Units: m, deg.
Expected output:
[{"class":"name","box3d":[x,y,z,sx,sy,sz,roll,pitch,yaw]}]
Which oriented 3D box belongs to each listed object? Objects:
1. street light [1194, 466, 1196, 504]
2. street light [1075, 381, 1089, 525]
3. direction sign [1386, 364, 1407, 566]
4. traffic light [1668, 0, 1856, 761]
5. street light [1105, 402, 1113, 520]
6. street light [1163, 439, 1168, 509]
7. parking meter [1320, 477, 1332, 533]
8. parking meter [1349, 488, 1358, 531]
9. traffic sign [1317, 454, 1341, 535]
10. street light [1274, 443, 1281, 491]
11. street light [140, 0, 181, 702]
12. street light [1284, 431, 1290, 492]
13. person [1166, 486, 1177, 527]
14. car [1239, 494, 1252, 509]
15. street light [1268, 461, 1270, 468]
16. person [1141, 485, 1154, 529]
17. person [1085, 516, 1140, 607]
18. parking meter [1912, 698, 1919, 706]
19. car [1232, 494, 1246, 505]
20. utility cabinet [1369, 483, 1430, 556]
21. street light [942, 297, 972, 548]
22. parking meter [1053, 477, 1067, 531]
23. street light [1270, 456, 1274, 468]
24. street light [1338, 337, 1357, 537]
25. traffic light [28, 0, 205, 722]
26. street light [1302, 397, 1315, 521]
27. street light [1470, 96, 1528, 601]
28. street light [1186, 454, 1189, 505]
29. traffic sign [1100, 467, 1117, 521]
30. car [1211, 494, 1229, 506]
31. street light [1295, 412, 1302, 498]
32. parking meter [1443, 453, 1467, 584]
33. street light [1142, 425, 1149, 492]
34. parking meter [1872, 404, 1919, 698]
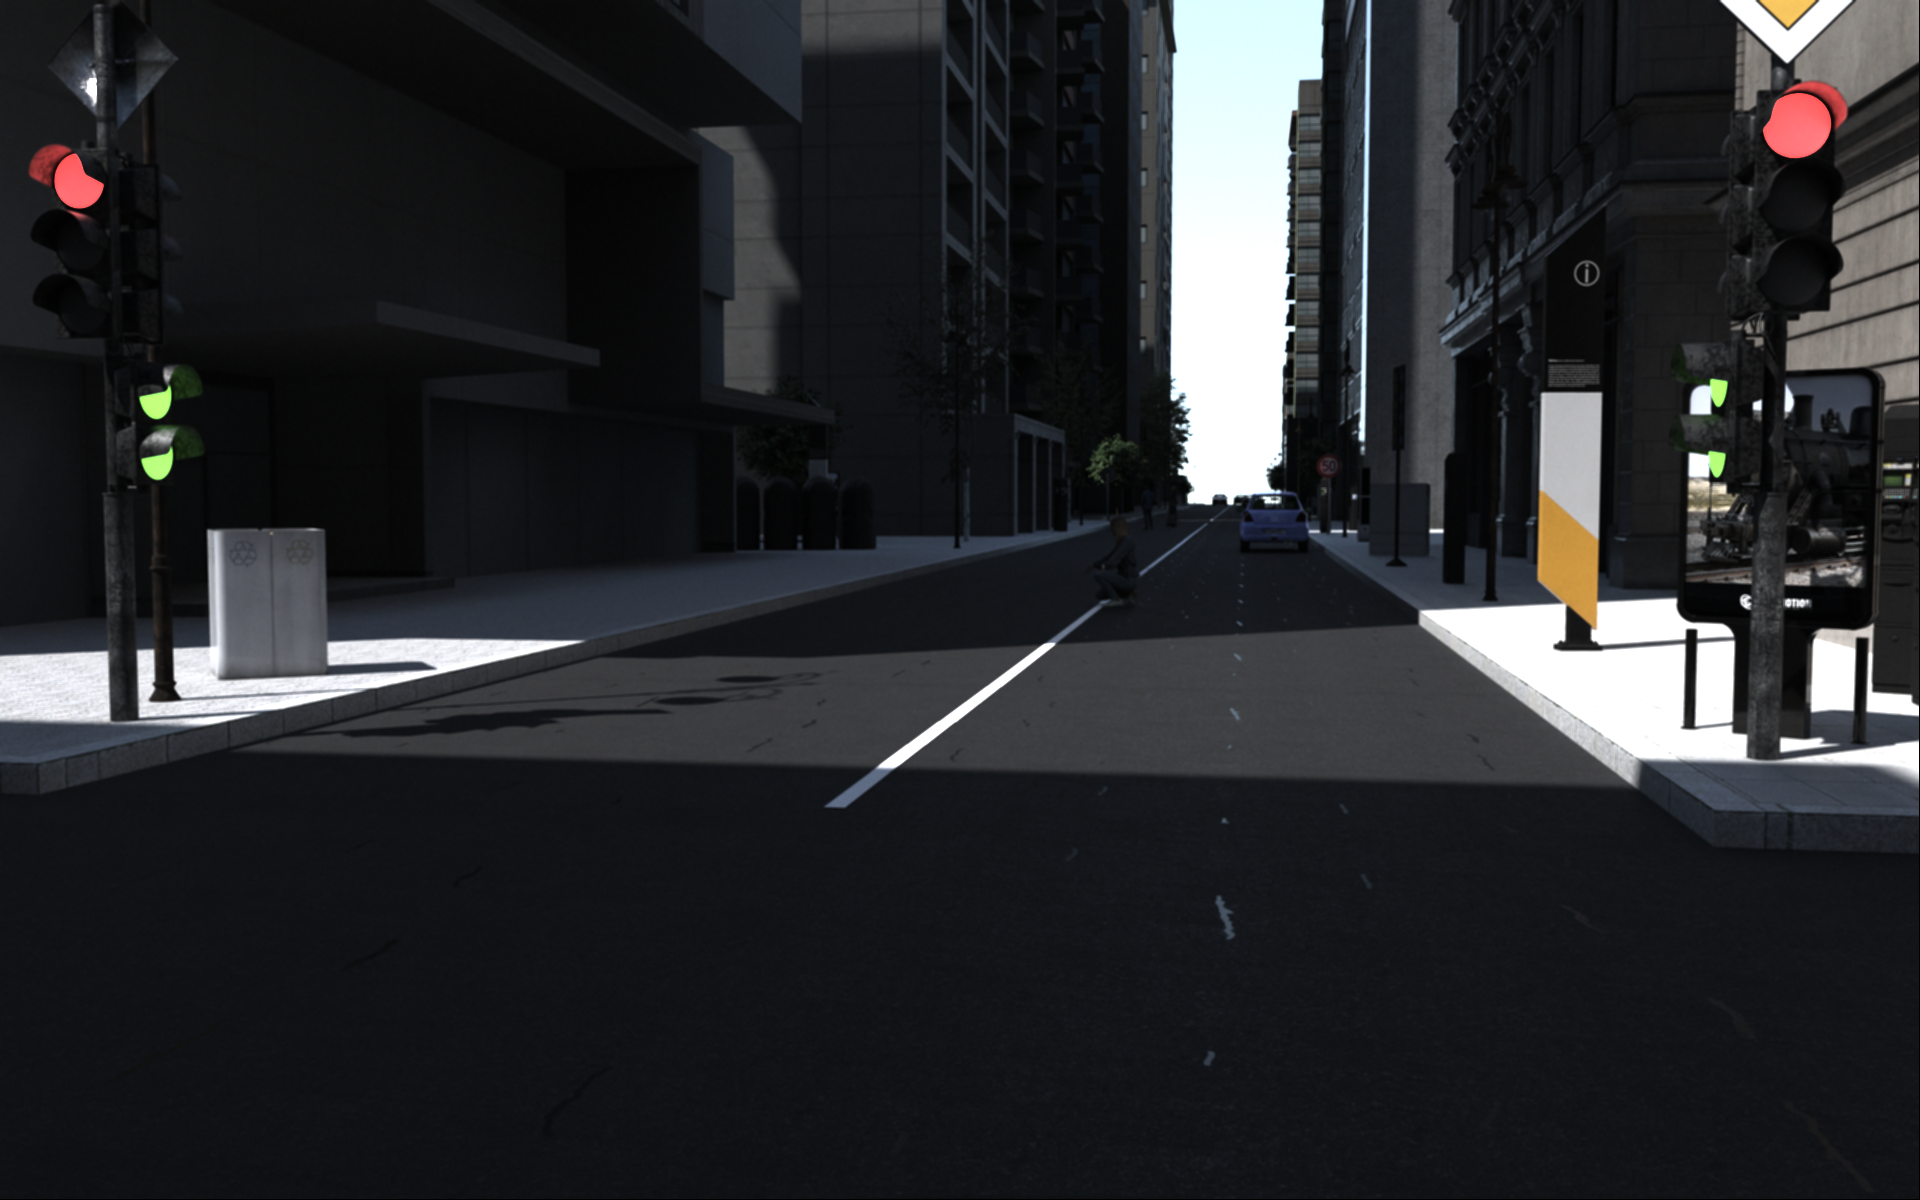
[{"class":"street light","box3d":[30.982,-15.643,228.553,0.468,5.910,1.993,1,4,9]},{"class":"street light","box3d":[4.981,-6.002,70.913,0.468,5.910,1.993,1,4,9]},{"class":"direction sign","box3d":[7.778,-2.371,30.762,0.379,3.537,0.876,0,4,3]},{"class":"traffic light","box3d":[3.880,-1.185,8.292,0.839,4.253,0.868,1,4,9]},{"class":"street light","box3d":[7.352,-6.896,85.543,0.468,5.910,1.993,1,4,9]},{"class":"street light","box3d":[17.279,-10.581,145.788,0.468,5.910,1.993,1,4,9]},{"class":"parking meter","box3d":[12.183,-3.180,57.706,0.255,1.863,0.399,2,4,35]},{"class":"parking meter","box3d":[13.825,-3.198,60.693,0.372,1.533,0.369,0,3,0]},{"class":"traffic sign","box3d":[11.680,-3.350,54.879,0.768,2.556,0.104,1,4,15]},{"class":"street light","box3d":[29.047,-11.300,157.547,0.468,5.910,1.993,1,4,9]},{"class":"street light","box3d":[-4.939,-2.312,10.581,0.468,5.910,1.993,1,4,9]},{"class":"street light","box3d":[24.051,-9.460,127.463,0.468,5.910,1.993,1,4,9]},{"class":"person","box3d":[9.315,-4.129,76.221,0.699,1.804,1.509,1,4,20]},{"class":"car","box3d":[23.370,-7.726,138.125,2.131,1.459,4.920,1,4,9]},{"class":"street light","box3d":[37.431,-14.408,208.362,0.468,5.910,1.993,1,4,9]},{"class":"person","box3d":[7.618,-3.766,70.257,0.721,1.800,0.419,-2,4,-31]},{"class":"person","box3d":[1.925,-0.494,22.075,0.738,1.151,1.012,1,4,8]},{"class":"parking meter","box3d":[5.959,-0.289,10.439,0.399,1.863,0.255,1,4,17]},{"class":"car","box3d":[35.709,-12.747,220.203,2.131,1.459,4.920,1,4,10]},{"class":"utility cabinet","box3d":[9.077,-1.656,35.756,1.173,1.500,0.318,2,4,30]},{"class":"street light","box3d":[-0.069,-4.162,40.838,0.468,5.910,1.993,1,4,9]},{"class":"parking meter","box3d":[3.489,-3.354,60.542,0.399,1.863,0.255,2,4,25]},{"class":"street light","box3d":[32.396,-12.556,178.080,0.468,5.910,1.993,1,4,9]},{"class":"street light","box3d":[11.439,-4.803,51.312,0.468,5.910,1.993,1,4,9]},{"class":"traffic light","box3d":[-4.718,-1.270,9.691,0.839,4.253,0.868,1,4,9]},{"class":"street light","box3d":[16.458,-6.643,81.393,0.468,5.910,1.993,1,4,9]},{"class":"street light","box3d":[6.384,-2.929,20.671,0.468,5.910,1.993,1,4,9]},{"class":"street light","box3d":[26.014,-13.782,198.122,0.468,5.910,1.993,1,4,9]},{"class":"traffic sign","box3d":[6.944,-4.958,81.162,0.768,2.556,0.104,1,4,15]},{"class":"car","box3d":[31.806,-12.418,212.070,2.155,1.783,4.494,1,4,9]},{"class":"street light","box3d":[19.038,-7.614,97.275,0.468,5.910,1.993,1,4,9]},{"class":"parking meter","box3d":[7.104,-1.172,24.877,0.255,1.863,0.399,0,4,6]},{"class":"street light","box3d":[12.372,-8.739,115.672,0.468,5.910,1.993,1,4,9]},{"class":"parking meter","box3d":[6.086,-0.335,11.182,0.255,1.863,0.399,3,4,38]}]
